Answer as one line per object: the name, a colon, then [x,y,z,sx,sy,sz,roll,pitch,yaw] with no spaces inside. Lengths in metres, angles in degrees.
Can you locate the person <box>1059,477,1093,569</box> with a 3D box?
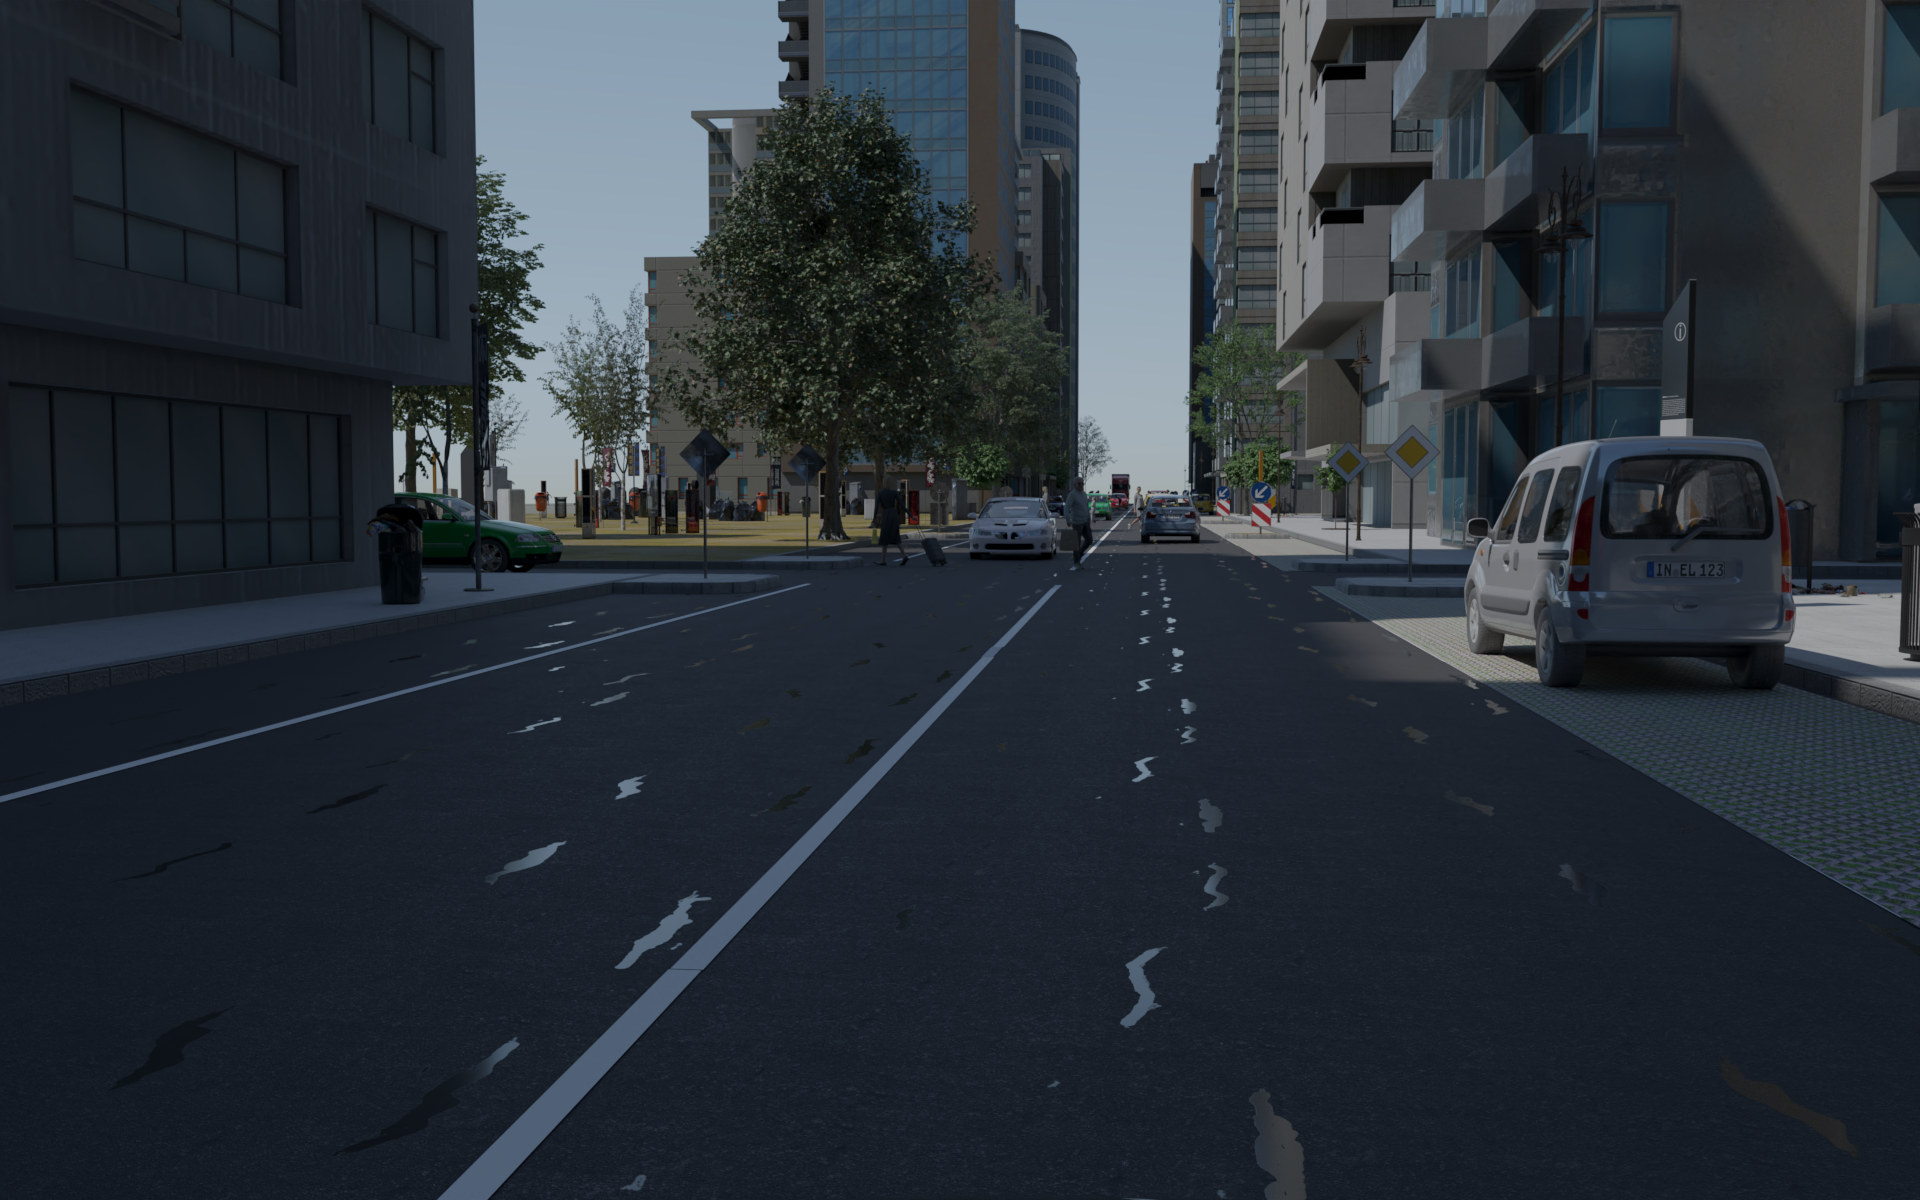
person: [2.204,-1.483,33.233,0.515,1.767,0.782,3,5,42]

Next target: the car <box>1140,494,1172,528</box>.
car: [8.412,-3.828,72.818,2.015,1.641,3.980,0,4,5]

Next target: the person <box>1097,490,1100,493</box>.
person: [13.865,-10.119,173.941,0.705,1.824,1.348,-2,4,-23]

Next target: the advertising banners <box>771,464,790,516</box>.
advertising banners: [-10.708,-6.534,103.019,0.090,3.025,2.074,2,4,27]

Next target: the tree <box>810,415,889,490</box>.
tree: [-4.122,-8.097,82.745,4.360,8.622,3.978,0,3,0]

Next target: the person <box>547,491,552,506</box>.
person: [-46.600,-11.392,195.577,1.217,1.723,0.721,1,4,13]

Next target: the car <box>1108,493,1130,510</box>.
car: [14.806,-9.348,161.872,2.155,1.783,4.494,0,4,5]

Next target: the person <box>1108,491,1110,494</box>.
person: [16.622,-11.235,192.894,1.217,1.736,0.721,3,4,38]

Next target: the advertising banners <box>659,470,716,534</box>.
advertising banners: [-8.789,-3.698,56.651,2.074,3.025,0.090,-3,4,-36]

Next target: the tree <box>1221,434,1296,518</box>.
tree: [16.743,-6.750,94.073,4.285,4.588,4.351,0,3,0]

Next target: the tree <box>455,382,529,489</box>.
tree: [-24.829,-8.561,90.334,4.360,8.622,3.978,0,3,0]

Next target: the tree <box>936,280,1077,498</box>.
tree: [2.007,-11.986,102.634,9.857,13.997,8.962,0,3,0]

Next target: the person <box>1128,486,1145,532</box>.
person: [6.765,-3.469,65.965,0.760,1.731,0.466,1,4,16]

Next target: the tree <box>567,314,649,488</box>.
tree: [-15.271,-7.423,71.724,4.737,8.622,4.395,0,3,0]

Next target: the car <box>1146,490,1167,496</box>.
car: [18.488,-9.368,161.838,2.281,1.827,5.304,0,4,6]

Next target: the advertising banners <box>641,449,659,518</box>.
advertising banners: [-11.987,-4.435,68.700,0.090,3.025,2.074,2,4,29]

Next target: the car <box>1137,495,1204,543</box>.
car: [6.326,-2.449,52.044,2.014,1.417,4.499,0,4,7]

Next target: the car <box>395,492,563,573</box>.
car: [-9.464,-1.350,30.869,4.718,1.807,1.959,0,4,5]

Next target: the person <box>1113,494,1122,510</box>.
person: [13.944,-8.640,152.959,0.628,1.438,0.799,1,4,22]

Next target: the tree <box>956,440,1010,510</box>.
tree: [1.193,-6.821,95.234,4.285,4.588,4.351,0,3,0]

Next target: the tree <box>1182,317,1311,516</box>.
tree: [16.798,-10.699,100.678,9.928,11.665,9.643,0,3,0]

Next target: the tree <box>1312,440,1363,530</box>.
tree: [13.433,-4.148,62.417,1.663,3.219,1.824,0,3,0]

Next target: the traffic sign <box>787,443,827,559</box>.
traffic sign: [-3.022,-1.873,34.261,0.795,2.450,0.064,0,4,6]

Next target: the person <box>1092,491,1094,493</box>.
person: [12.401,-9.451,163.472,0.683,1.767,0.568,0,4,-7]

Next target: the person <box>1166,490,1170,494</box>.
person: [13.238,-6.224,111.079,0.721,1.723,1.217,-3,4,-38]

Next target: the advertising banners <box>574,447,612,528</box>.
advertising banners: [-13.837,-4.230,65.350,2.074,3.025,0.090,2,4,35]

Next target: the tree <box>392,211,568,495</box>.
tree: [-12.090,-5.463,39.685,4.737,8.622,4.395,0,3,0]

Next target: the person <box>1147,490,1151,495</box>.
person: [15.482,-8.178,142.992,0.721,1.735,1.217,-1,4,-14]

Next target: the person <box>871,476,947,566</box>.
person: [-1.077,-1.584,34.622,1.509,1.804,0.699,2,4,27]

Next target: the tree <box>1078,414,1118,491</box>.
tree: [19.041,-21.737,265.762,12.009,13.543,11.850,0,3,0]

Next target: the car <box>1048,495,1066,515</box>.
car: [6.387,-6.540,119.505,1.945,1.354,3.894,0,4,6]

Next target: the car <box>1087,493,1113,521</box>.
car: [7.380,-5.255,94.714,1.959,1.807,4.718,0,4,6]

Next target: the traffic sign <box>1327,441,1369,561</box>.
traffic sign: [7.410,-1.803,33.124,0.795,2.450,0.064,0,4,6]

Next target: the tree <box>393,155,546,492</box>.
tree: [-15.499,-8.066,50.005,7.486,12.596,7.792,0,3,0]

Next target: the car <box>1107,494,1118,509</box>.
car: [14.675,-9.661,169.952,2.014,1.417,4.499,0,4,7]

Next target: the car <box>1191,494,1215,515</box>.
car: [16.529,-6.658,119.080,2.015,1.641,3.980,0,4,5]

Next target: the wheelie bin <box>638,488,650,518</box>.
wheelie bin: [-17.042,-5.250,93.742,0.980,1.594,0.693,-1,4,-20]

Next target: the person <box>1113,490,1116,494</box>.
person: [18.422,-12.176,207.212,1.348,1.869,0.705,2,4,29]

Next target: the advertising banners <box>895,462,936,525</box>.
advertising banners: [-1.932,-4.595,71.324,2.074,3.025,0.090,0,4,-1]

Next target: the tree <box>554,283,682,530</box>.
tree: [-11.877,-6.777,61.162,4.360,8.622,3.978,0,3,0]

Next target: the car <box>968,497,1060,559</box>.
car: [1.259,-1.673,39.708,2.083,1.381,4.827,0,4,5]

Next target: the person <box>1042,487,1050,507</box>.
person: [4.301,-4.765,86.592,0.728,1.800,0.709,0,4,-5]

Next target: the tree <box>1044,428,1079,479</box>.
tree: [10.381,-14.386,185.569,4.737,8.622,4.395,0,3,0]

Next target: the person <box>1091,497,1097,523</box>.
person: [6.582,-4.468,85.826,0.394,1.301,0.425,1,4,12]

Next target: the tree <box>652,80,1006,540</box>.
tree: [-3.566,-8.026,48.230,9.611,12.733,9.660,0,3,0]

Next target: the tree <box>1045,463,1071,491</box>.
tree: [9.872,-12.006,180.007,4.285,4.588,4.351,0,3,0]
